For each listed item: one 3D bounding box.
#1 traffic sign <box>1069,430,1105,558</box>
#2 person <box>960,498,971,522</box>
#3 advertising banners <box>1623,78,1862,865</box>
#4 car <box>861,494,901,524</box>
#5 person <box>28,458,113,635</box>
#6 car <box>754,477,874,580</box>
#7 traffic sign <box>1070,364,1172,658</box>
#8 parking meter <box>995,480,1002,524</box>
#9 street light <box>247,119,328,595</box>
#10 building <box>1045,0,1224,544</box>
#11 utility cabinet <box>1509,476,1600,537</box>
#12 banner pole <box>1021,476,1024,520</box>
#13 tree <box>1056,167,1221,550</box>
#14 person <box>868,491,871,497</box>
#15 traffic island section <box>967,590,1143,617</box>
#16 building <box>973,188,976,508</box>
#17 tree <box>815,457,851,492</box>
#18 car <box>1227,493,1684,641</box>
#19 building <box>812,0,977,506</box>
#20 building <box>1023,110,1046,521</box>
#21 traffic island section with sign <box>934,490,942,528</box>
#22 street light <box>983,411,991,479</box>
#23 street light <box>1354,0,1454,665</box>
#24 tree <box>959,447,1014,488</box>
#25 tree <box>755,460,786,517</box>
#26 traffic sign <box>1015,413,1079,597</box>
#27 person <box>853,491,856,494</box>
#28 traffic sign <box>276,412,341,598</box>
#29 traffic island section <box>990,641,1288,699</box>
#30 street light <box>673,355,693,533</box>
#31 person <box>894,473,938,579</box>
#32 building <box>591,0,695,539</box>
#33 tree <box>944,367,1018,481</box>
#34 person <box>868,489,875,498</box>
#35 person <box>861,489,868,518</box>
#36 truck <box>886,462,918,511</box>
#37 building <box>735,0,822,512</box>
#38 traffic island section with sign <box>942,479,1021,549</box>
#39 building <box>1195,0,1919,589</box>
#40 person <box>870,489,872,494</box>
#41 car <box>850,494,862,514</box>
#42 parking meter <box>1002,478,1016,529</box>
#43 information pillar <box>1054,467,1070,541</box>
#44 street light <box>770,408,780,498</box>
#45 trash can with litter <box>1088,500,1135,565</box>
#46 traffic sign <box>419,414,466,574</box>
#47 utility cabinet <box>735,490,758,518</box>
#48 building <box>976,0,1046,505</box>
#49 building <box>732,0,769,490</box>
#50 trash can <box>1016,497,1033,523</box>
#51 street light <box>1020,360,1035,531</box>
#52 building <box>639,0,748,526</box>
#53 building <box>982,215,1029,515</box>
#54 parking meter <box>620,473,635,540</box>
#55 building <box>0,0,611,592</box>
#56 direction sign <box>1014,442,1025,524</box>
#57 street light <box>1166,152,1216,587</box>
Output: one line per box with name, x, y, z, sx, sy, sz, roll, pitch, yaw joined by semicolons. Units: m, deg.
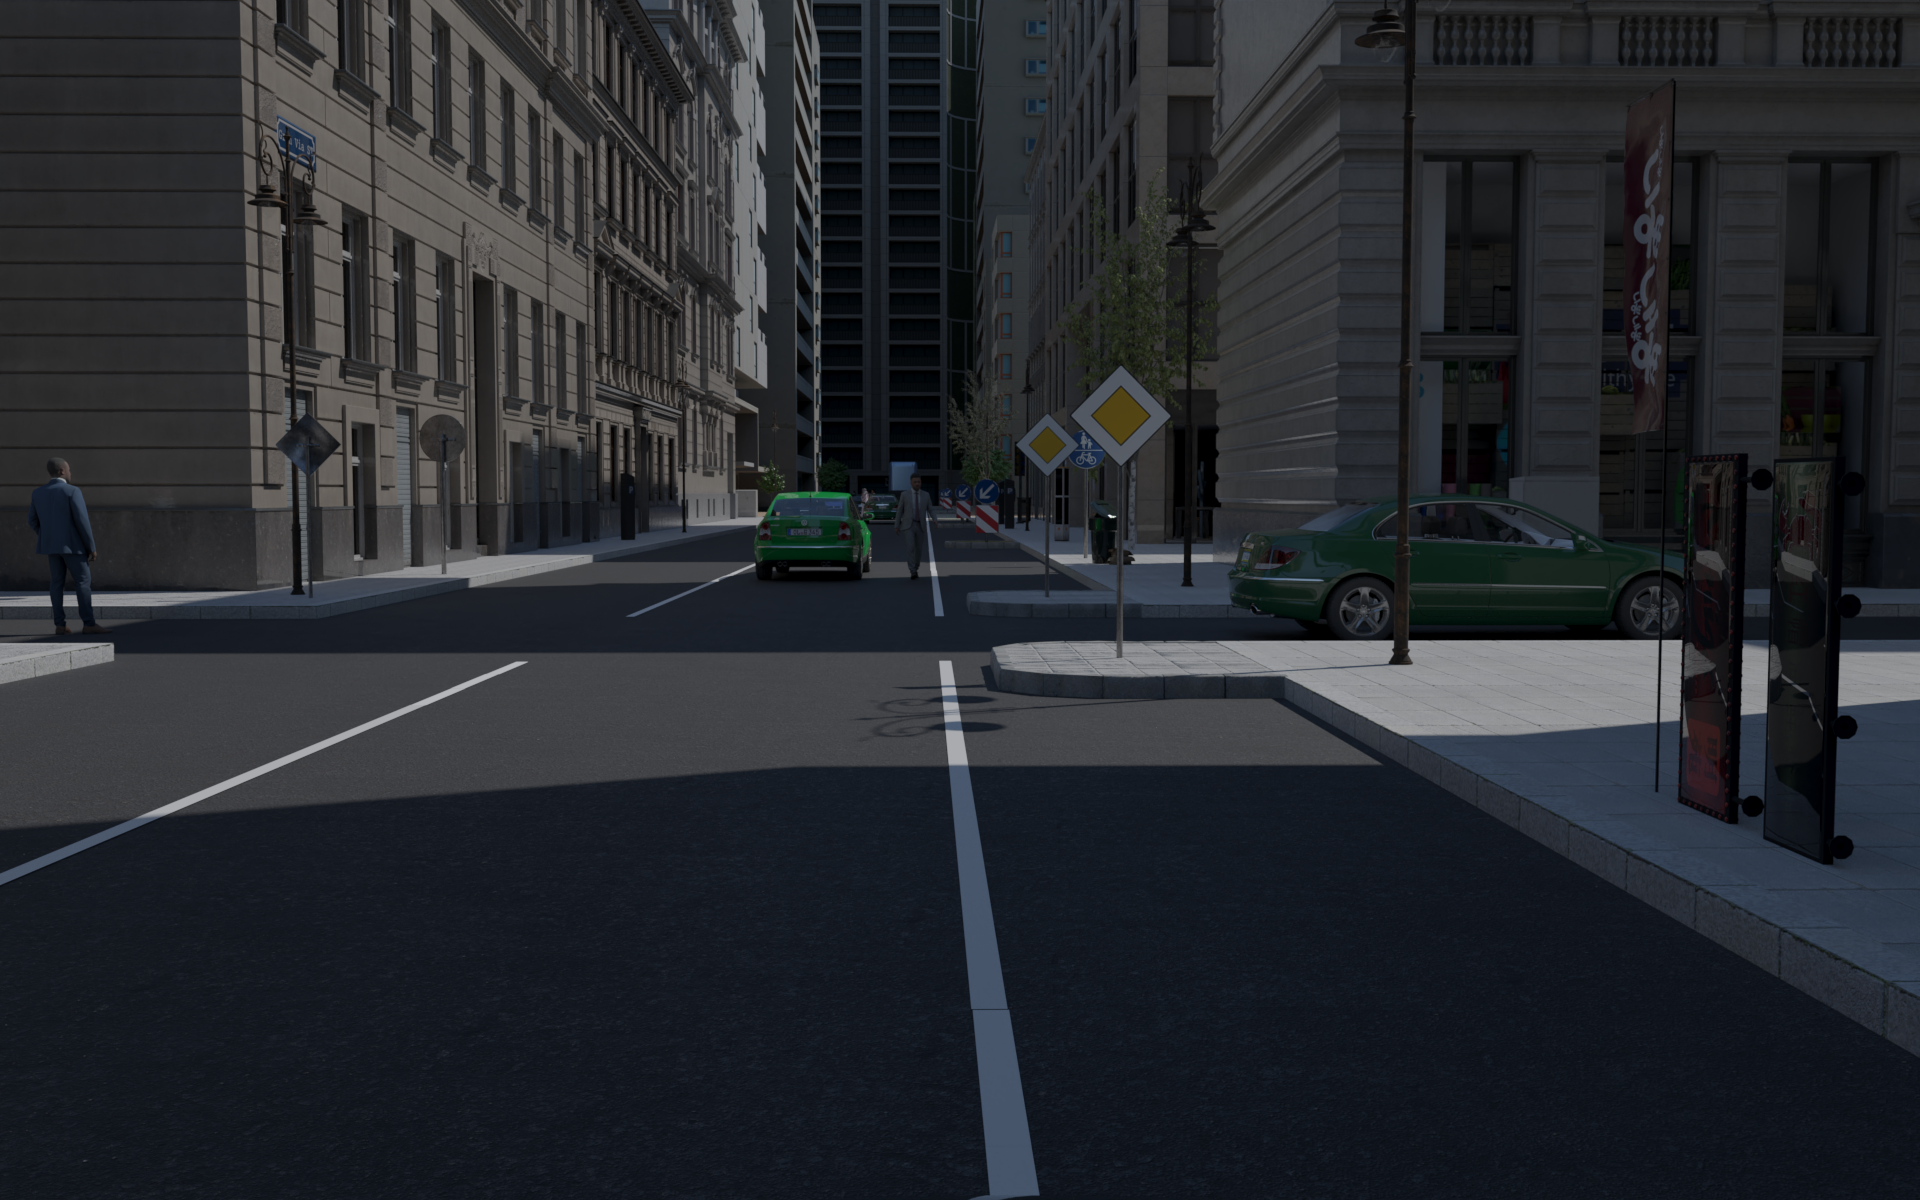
traffic sign;2.510;-2.105;34.517;0.768;2.556;0.104;0;4;3
person;0.254;-4.879;88.082;0.655;1.846;0.447;-2;4;-29
advertising banners;3.002;-0.652;6.845;0.090;3.025;2.074;0;3;0
car;-3.733;-4.392;83.607;2.131;1.459;4.920;0;4;-2
person;-9.120;-0.550;17.682;0.721;1.800;0.419;0;3;0
car;-2.516;-1.318;30.342;1.959;1.807;4.718;0;4;0
traffic sign;1.246;-0.603;13.503;0.795;2.450;0.064;0;4;-1
parking meter;1.681;-4.130;73.237;0.255;1.863;0.399;3;5;42
street light;-8.446;-3.005;21.914;0.468;5.910;1.993;0;4;-1
building;13.788;-15.677;60.834;19.350;26.468;34.151;0;4;-1
utility cabinet;7.481;-0.806;21.862;1.173;1.500;0.318;-1;4;-22
banner pole;3.001;-5.838;85.472;0.401;3.779;0.863;0;4;8
tree;4.056;-5.486;40.051;4.737;8.622;4.395;0;3;0
person;-7.932;-8.617;150.095;0.721;1.736;1.217;-2;4;-27
traffic island section;1.104;0.044;21.564;2.009;0.180;2.903;0;4;-1
building;8.230;-24.042;164.789;14.160;30.474;14.107;0;4;-1
tree;-11.247;-10.365;153.178;4.285;4.588;4.351;0;3;0
car;5.172;-0.341;17.372;4.920;1.459;2.131;0;4;-2
building;-6.143;-45.932;189.238;20.611;71.187;20.563;0;4;-1
building;8.550;-14.551;87.057;9.793;20.994;18.267;0;4;-1
traffic island section with sign;0.018;-3.999;74.016;1.989;1.847;2.006;0;4;-1
street light;1.508;-7.544;96.130;0.468;5.910;1.993;0;4;-1
street light;3.326;-2.453;12.893;0.468;5.910;1.993;0;4;-1
tree;1.634;-7.430;105.199;4.285;4.588;4.351;0;3;0
tree;-10.672;-6.261;96.975;1.663;3.219;1.824;0;3;0
traffic sign;1.080;-1.091;21.487;0.795;2.450;0.064;0;4;-1
person;-8.995;-8.357;145.927;0.721;1.735;1.217;3;4;38
traffic sign;-8.012;-1.081;21.318;0.795;2.450;0.064;0;4;-1
traffic island section;1.270;0.532;13.581;2.009;0.180;2.903;0;4;-1
street light;-9.194;-5.186;57.579;0.468;5.910;1.993;0;4;-1
person;-0.750;-1.251;29.229;0.678;1.792;0.850;-1;4;-13
building;-15.128;-11.730;56.417;10.561;19.102;19.286;0;4;-1
tree;1.282;-9.142;99.826;4.360;8.622;3.978;0;3;0
person;-5.242;-5.770;103.546;1.217;1.736;0.721;3;4;38
person;-5.460;-5.499;99.075;0.621;1.740;0.551;-1;4;-13
truck;-4.517;-9.117;138.817;2.967;4.110;18.799;0;4;-2
building;-24.034;-32.803;160.031;21.600;48.544;21.300;0;4;-1
traffic island section with sign;0.587;-2.316;46.491;1.989;1.847;2.006;0;4;-1
building;14.118;-12.147;27.486;19.941;23.489;11.050;0;4;-1
person;-8.087;-9.194;158.450;1.348;1.869;0.705;-2;4;-32
car;-6.886;-6.245;111.894;2.009;1.686;4.222;0;4;-1
parking meter;1.854;-3.561;63.929;0.399;1.863;0.255;0;4;1
information pillar;2.767;-2.599;46.982;0.304;2.012;0.304;3;4;38
street light;-9.955;-7.365;93.213;0.468;5.910;1.993;0;4;-1
trash can with litter;2.826;-1.245;31.744;0.624;1.170;1.055;-2;4;-33
traffic sign;-8.255;-1.684;27.638;0.768;2.556;0.104;0;4;5
utility cabinet;-11.518;-5.179;93.361;1.173;1.500;0.318;1;4;12
building;12.318;-31.975;146.498;21.300;48.544;21.600;0;4;-1
building;-30.288;-36.987;193.976;27.495;52.752;28.713;0;4;-1
trash can;2.877;-4.037;77.656;0.748;1.137;0.748;0;3;0
street light;2.337;-5.339;60.083;0.468;5.910;1.993;0;4;-1
building;-17.467;-17.742;77.465;14.401;28.519;23.554;0;4;-1
building;15.823;-16.950;122.171;27.650;21.520;28.899;0;4;-1
parking meter;-9.264;-2.606;48.318;0.255;1.863;0.399;2;4;27
building;-15.167;-14.480;34.007;12.463;27.353;25.104;0;4;-1
direction sign;2.588;-5.075;74.977;0.379;3.537;0.876;2;4;32
street light;3.158;-3.125;23.881;0.468;5.910;1.993;0;4;-1
